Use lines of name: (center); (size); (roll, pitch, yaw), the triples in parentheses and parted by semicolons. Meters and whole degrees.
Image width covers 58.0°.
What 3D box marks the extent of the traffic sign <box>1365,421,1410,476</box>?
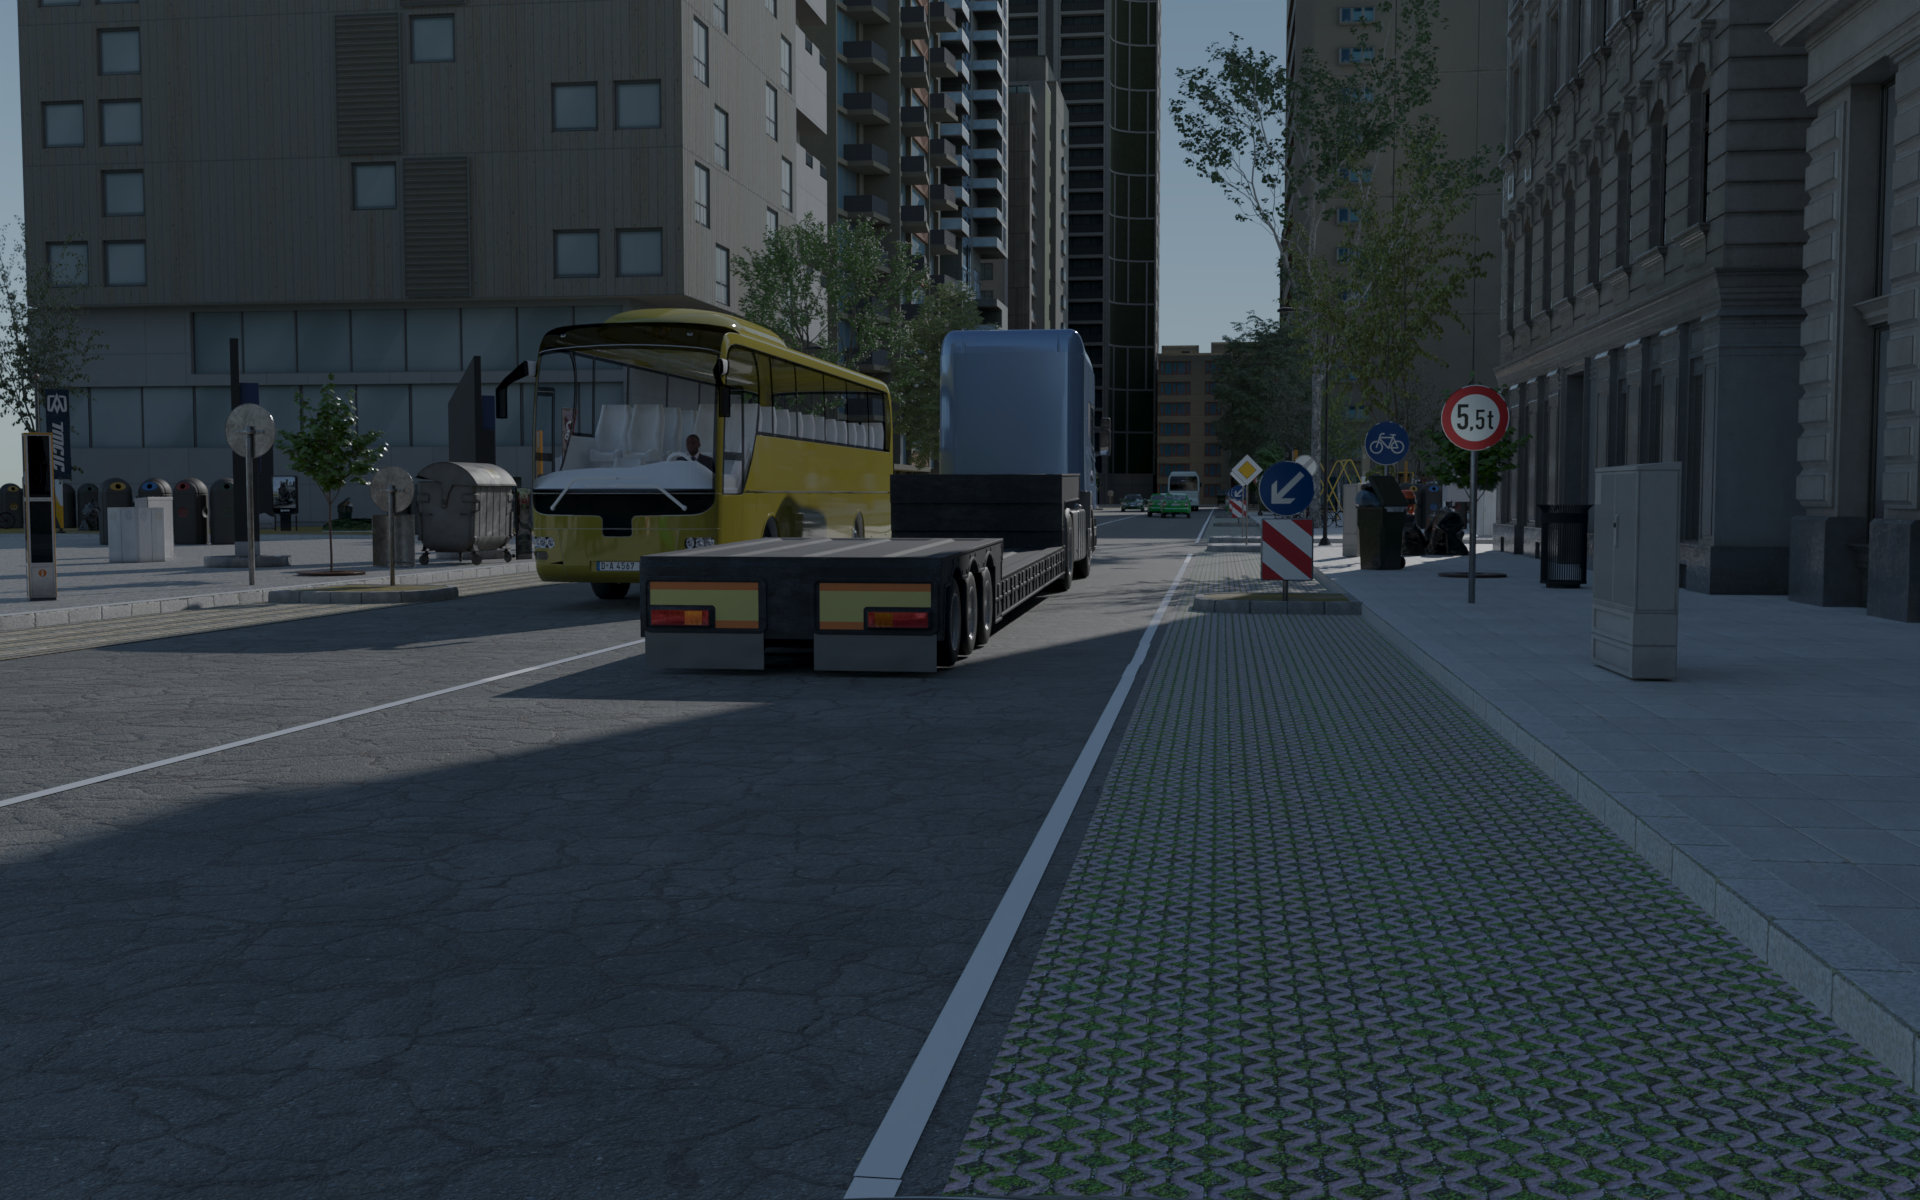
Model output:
traffic sign: (7.490, -1.854, 30.424); (0.768, 2.556, 0.104); (1, 4, 18)

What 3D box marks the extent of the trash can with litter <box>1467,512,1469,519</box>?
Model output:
trash can with litter: (27.598, -4.841, 90.202); (2.233, 1.210, 1.678); (1, 4, 14)

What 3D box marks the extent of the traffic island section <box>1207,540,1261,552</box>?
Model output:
traffic island section: (7.257, -1.313, 43.754); (2.009, 0.180, 2.903); (1, 4, 9)

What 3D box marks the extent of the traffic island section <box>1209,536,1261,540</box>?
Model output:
traffic island section: (8.447, -1.796, 51.650); (2.009, 0.180, 2.903); (1, 4, 9)

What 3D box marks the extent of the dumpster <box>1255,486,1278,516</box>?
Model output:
dumpster: (18.191, -6.096, 102.170); (1.502, 2.255, 1.985); (1, 4, 9)

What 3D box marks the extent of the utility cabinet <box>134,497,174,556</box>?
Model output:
utility cabinet: (-16.660, -1.507, 35.803); (0.306, 1.237, 1.020); (0, 4, 3)

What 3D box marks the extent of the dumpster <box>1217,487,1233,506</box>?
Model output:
dumpster: (30.532, -11.897, 199.460); (1.985, 2.255, 1.502); (0, 4, 7)

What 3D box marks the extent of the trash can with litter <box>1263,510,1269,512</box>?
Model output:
trash can with litter: (22.464, -6.987, 125.626); (1.055, 1.170, 0.624); (1, 4, 13)

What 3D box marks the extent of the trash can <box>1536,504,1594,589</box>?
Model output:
trash can: (8.257, -0.735, 23.677); (0.748, 1.137, 0.748); (0, 3, 0)

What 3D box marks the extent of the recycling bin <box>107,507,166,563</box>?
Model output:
recycling bin: (-15.520, -1.229, 32.653); (0.722, 1.027, 0.722); (1, 4, 20)

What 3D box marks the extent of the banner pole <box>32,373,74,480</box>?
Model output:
banner pole: (-18.980, -2.822, 36.155); (0.863, 3.779, 0.401); (-3, 5, -41)

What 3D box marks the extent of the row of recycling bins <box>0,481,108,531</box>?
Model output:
row of recycling bins: (-34.184, -3.545, 65.066); (3.534, 1.692, 1.069); (-1, 4, -11)

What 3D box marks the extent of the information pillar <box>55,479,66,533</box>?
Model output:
information pillar: (-29.530, -3.999, 56.740); (0.183, 3.616, 0.504); (-3, 5, -44)

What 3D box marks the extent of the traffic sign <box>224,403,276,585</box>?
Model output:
traffic sign: (-9.974, -1.481, 24.326); (0.768, 2.556, 0.104); (1, 4, 9)

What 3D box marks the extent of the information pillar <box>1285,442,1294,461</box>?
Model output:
information pillar: (14.846, -5.311, 78.196); (0.183, 3.616, 0.504); (-2, 4, -30)

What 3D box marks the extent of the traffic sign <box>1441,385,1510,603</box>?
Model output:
traffic sign: (6.012, -1.234, 20.274); (0.768, 2.556, 0.104); (1, 4, 13)

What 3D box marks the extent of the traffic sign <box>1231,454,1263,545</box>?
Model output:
traffic sign: (7.233, -2.449, 43.681); (0.795, 2.450, 0.064); (1, 4, 9)

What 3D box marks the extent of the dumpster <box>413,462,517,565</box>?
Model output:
dumpster: (-9.101, -1.598, 31.881); (1.264, 1.857, 1.865); (1, 4, 8)

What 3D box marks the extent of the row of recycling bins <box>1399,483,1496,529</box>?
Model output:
row of recycling bins: (17.669, -3.438, 63.326); (3.534, 1.692, 1.069); (0, 4, 4)

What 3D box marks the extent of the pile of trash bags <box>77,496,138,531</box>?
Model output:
pile of trash bags: (-29.193, -3.106, 60.531); (3.447, 1.369, 1.912); (2, 4, 33)

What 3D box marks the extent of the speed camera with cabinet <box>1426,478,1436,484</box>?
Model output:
speed camera with cabinet: (34.061, -7.867, 122.962); (2.038, 3.252, 0.660); (-2, 4, -26)

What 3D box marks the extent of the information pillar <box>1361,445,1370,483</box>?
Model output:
information pillar: (19.224, -5.557, 82.210); (0.504, 3.616, 0.183); (-2, 4, -28)

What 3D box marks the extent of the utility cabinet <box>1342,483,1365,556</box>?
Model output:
utility cabinet: (8.119, -1.649, 35.648); (0.318, 1.500, 1.173); (1, 4, 22)

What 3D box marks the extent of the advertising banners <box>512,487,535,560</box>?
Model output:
advertising banners: (-8.244, -2.345, 34.535); (0.090, 3.025, 2.074); (2, 4, 25)

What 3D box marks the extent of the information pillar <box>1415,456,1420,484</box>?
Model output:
information pillar: (26.503, -6.666, 100.343); (0.183, 3.616, 0.504); (-1, 4, -10)

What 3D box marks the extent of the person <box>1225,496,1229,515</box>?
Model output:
person: (17.418, -6.123, 112.862); (0.306, 1.304, 0.590); (2, 4, 25)

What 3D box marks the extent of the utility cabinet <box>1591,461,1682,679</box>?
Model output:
utility cabinet: (4.800, -0.225, 12.364); (0.318, 1.500, 1.173); (0, 4, 7)

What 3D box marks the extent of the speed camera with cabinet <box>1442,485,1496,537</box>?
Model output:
speed camera with cabinet: (15.651, -3.542, 52.249); (2.038, 3.252, 0.660); (0, 4, -1)

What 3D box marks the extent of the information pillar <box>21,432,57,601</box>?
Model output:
information pillar: (-11.089, -1.001, 20.862); (0.304, 2.012, 0.304); (-2, 4, -33)

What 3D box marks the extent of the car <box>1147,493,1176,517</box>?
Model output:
car: (12.797, -6.174, 109.738); (1.959, 1.807, 4.718); (0, 4, 8)

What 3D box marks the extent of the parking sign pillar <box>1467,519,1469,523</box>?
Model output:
parking sign pillar: (22.987, -5.354, 76.004); (1.447, 3.967, 1.447); (-2, 4, -30)

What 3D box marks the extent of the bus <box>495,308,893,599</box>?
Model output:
bus: (-3.339, -2.151, 26.717); (2.896, 3.916, 12.252); (0, 4, 8)

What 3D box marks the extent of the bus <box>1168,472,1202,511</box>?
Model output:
bus: (19.229, -9.396, 148.492); (2.948, 3.499, 13.247); (0, 4, 8)

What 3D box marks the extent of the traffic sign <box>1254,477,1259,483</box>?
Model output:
traffic sign: (19.487, -6.882, 112.628); (0.768, 2.556, 0.104); (1, 4, 18)

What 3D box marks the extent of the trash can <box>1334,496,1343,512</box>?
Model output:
trash can: (27.363, -6.933, 125.002); (0.748, 1.137, 0.748); (0, 3, 0)

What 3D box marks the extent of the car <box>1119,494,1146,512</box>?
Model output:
car: (13.947, -7.819, 139.642); (2.131, 1.459, 4.920); (0, 4, 7)

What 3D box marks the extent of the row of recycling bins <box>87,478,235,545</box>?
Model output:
row of recycling bins: (-20.059, -2.259, 44.050); (3.534, 1.692, 1.069); (0, 4, -5)

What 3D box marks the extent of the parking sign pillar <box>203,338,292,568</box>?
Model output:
parking sign pillar: (-12.656, -2.581, 30.664); (1.447, 3.967, 1.447); (-1, 4, -22)

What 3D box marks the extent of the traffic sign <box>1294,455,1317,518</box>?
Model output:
traffic sign: (11.238, -3.448, 56.473); (0.768, 2.556, 0.104); (1, 4, 13)

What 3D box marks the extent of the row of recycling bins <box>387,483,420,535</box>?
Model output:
row of recycling bins: (-16.494, -2.924, 54.912); (3.534, 1.692, 1.069); (0, 4, 8)

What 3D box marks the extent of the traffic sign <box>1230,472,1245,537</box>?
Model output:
traffic sign: (8.423, -2.932, 51.577); (0.795, 2.450, 0.064); (1, 4, 9)

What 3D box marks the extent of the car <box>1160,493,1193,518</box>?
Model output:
car: (13.034, -5.849, 104.421); (1.959, 1.807, 4.718); (0, 4, 8)

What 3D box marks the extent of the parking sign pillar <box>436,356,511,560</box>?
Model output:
parking sign pillar: (-9.699, -2.810, 34.412); (1.447, 3.967, 1.447); (-3, 5, -39)

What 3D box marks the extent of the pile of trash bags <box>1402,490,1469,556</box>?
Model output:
pile of trash bags: (9.854, -1.701, 37.572); (1.912, 1.369, 3.447); (0, 4, 6)
